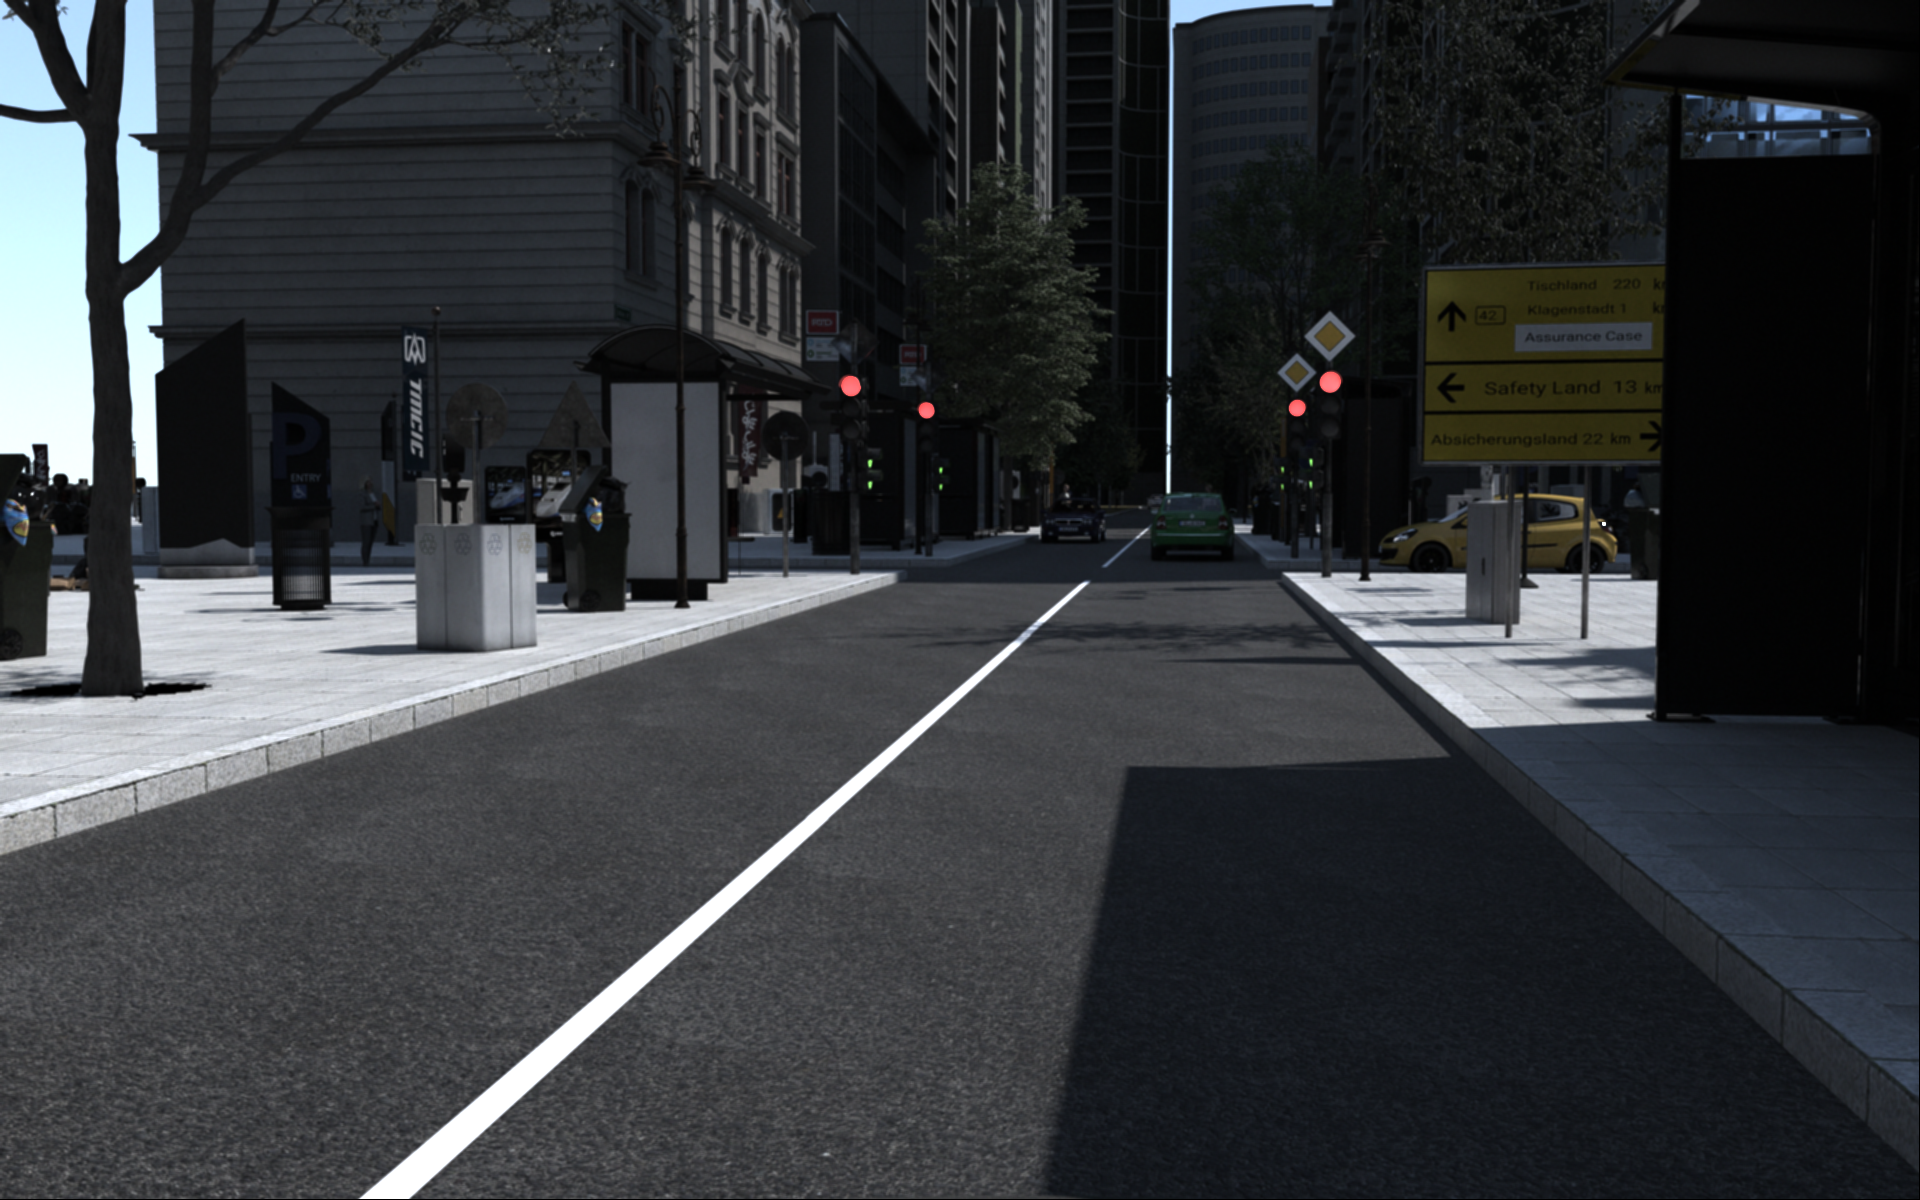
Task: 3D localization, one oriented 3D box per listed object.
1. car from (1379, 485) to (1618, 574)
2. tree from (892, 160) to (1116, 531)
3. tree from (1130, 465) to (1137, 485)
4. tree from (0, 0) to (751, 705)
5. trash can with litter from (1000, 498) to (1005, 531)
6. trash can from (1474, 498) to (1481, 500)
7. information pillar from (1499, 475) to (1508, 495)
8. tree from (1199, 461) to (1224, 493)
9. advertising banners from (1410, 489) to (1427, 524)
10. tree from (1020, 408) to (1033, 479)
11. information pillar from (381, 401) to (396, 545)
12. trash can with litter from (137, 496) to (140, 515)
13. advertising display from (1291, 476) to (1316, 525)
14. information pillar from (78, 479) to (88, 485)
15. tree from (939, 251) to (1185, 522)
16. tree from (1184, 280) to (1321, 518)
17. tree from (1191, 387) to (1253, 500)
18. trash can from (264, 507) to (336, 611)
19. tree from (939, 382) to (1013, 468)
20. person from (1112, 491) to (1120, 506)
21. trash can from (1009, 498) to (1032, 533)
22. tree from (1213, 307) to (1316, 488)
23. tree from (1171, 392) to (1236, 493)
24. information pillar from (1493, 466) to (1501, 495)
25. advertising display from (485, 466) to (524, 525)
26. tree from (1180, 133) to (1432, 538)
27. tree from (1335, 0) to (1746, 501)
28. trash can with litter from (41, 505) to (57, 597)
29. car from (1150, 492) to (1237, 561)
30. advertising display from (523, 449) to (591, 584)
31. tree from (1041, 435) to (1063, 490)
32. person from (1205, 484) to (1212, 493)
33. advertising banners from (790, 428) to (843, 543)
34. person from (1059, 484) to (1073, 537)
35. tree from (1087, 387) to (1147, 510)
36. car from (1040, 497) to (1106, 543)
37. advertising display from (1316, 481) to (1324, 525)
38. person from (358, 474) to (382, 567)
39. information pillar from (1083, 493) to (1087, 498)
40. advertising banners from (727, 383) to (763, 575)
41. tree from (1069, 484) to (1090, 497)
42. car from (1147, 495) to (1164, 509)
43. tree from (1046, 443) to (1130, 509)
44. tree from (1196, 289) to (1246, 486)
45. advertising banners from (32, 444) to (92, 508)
[{"bbox_3d":[9.421,-1.239,30.477,3.980,1.641,2.015,1,4,9],"label":"car"},{"bbox_3d":[1.540,-8.671,59.896,7.486,12.596,7.792,0,3,0],"label":"tree"},{"bbox_3d":[13.621,-10.186,150.248,4.285,4.588,4.351,0,3,0],"label":"tree"},{"bbox_3d":[-5.365,-6.147,10.871,12.009,13.543,11.850,0,3,0],"label":"tree"},{"bbox_3d":[0.978,-2.833,57.699,1.055,1.170,0.624,1,4,9],"label":"trash can with litter"},{"bbox_3d":[18.532,-3.030,61.197,0.748,1.137,0.748,0,3,0],"label":"trash can"},{"bbox_3d":[20.569,-3.728,65.450,0.304,2.012,0.304,3,5,45],"label":"information pillar"},{"bbox_3d":[23.717,-10.769,159.786,4.285,4.588,4.351,0,3,0],"label":"tree"},{"bbox_3d":[10.477,-2.731,40.836,0.090,3.025,2.074,3,5,43],"label":"advertising banners"},{"bbox_3d":[2.144,-9.160,100.125,4.360,8.622,3.978,0,3,0],"label":"tree"},{"bbox_3d":[-14.302,-3.179,43.331,0.183,3.616,0.504,0,4,8],"label":"information pillar"},{"bbox_3d":[-52.801,-6.102,111.157,0.624,1.170,1.055,1,4,13],"label":"trash can with litter"},{"bbox_3d":[12.523,-3.573,63.627,0.974,1.923,0.123,-1,4,-23],"label":"advertising display"},{"bbox_3d":[-41.477,-4.740,81.993,0.304,2.012,0.304,1,4,9],"label":"information pillar"},{"bbox_3d":[3.456,-9.932,79.388,9.611,12.733,9.660,0,3,0],"label":"tree"},{"bbox_3d":[15.219,-10.759,92.915,9.611,12.733,9.660,0,3,0],"label":"tree"},{"bbox_3d":[25.708,-15.241,167.312,7.486,12.596,7.792,0,3,0],"label":"tree"},{"bbox_3d":[-7.306,-0.462,19.208,0.748,1.137,0.748,0,3,0],"label":"trash can"},{"bbox_3d":[0.688,-8.483,89.066,4.360,8.622,3.978,0,3,0],"label":"tree"},{"bbox_3d":[17.278,-11.162,191.012,1.348,1.823,0.705,-3,5,-43],"label":"person"},{"bbox_3d":[2.013,-2.817,57.705,0.748,1.137,0.748,0,3,0],"label":"trash can"},{"bbox_3d":[12.164,-7.137,67.059,4.737,8.622,4.395,0,3,0],"label":"tree"},{"bbox_3d":[27.153,-16.980,184.271,9.857,13.997,8.962,0,3,0],"label":"tree"},{"bbox_3d":[21.861,-4.827,70.268,0.504,3.616,0.183,0,4,7],"label":"information pillar"},{"bbox_3d":[-10.446,-2.118,39.851,0.974,1.923,0.123,-3,5,-41],"label":"advertising display"},{"bbox_3d":[10.241,-7.667,51.111,9.928,11.665,9.643,0,3,0],"label":"tree"},{"bbox_3d":[5.899,-4.178,18.671,4.360,8.622,3.978,0,3,0],"label":"tree"},{"bbox_3d":[-11.664,-0.600,21.193,1.055,1.170,0.624,-3,4,-36],"label":"trash can with litter"},{"bbox_3d":[5.209,-1.827,38.675,1.959,1.807,4.718,1,4,8],"label":"car"},{"bbox_3d":[-5.783,-1.212,25.024,0.974,1.923,0.123,-3,5,-41],"label":"advertising display"},{"bbox_3d":[4.655,-9.489,105.500,4.360,8.622,3.978,0,3,0],"label":"tree"},{"bbox_3d":[7.655,-2.704,53.381,0.731,1.740,0.598,3,5,40],"label":"person"},{"bbox_3d":[-3.660,-3.028,45.688,0.090,3.025,2.074,3,5,45],"label":"advertising banners"},{"bbox_3d":[3.560,-2.985,57.858,0.362,1.759,0.519,3,5,45],"label":"person"},{"bbox_3d":[9.615,-10.165,116.567,4.737,8.622,4.395,0,3,0],"label":"tree"},{"bbox_3d":[3.405,-2.391,51.672,1.945,1.354,3.894,1,4,9],"label":"car"},{"bbox_3d":[15.166,-4.099,72.232,0.123,1.923,0.974,-3,5,-40],"label":"advertising display"},{"bbox_3d":[-10.914,-1.436,32.168,0.526,1.800,0.537,2,4,32],"label":"person"},{"bbox_3d":[8.019,-6.478,110.412,0.304,2.012,0.304,-2,4,-30],"label":"information pillar"},{"bbox_3d":[-3.922,-1.922,27.615,2.074,3.025,0.090,2,4,33],"label":"advertising banners"},{"bbox_3d":[6.825,-6.247,96.740,1.663,3.219,1.824,0,3,0],"label":"tree"},{"bbox_3d":[19.368,-9.637,169.921,2.083,1.381,4.827,0,4,8],"label":"car"},{"bbox_3d":[6.180,-6.619,91.942,4.285,4.588,4.351,0,3,0],"label":"tree"},{"bbox_3d":[10.449,-6.747,60.680,4.360,8.622,3.978,0,3,0],"label":"tree"},{"bbox_3d":[-31.168,-3.922,60.306,2.074,3.025,0.090,-1,4,-9],"label":"advertising banners"}]
